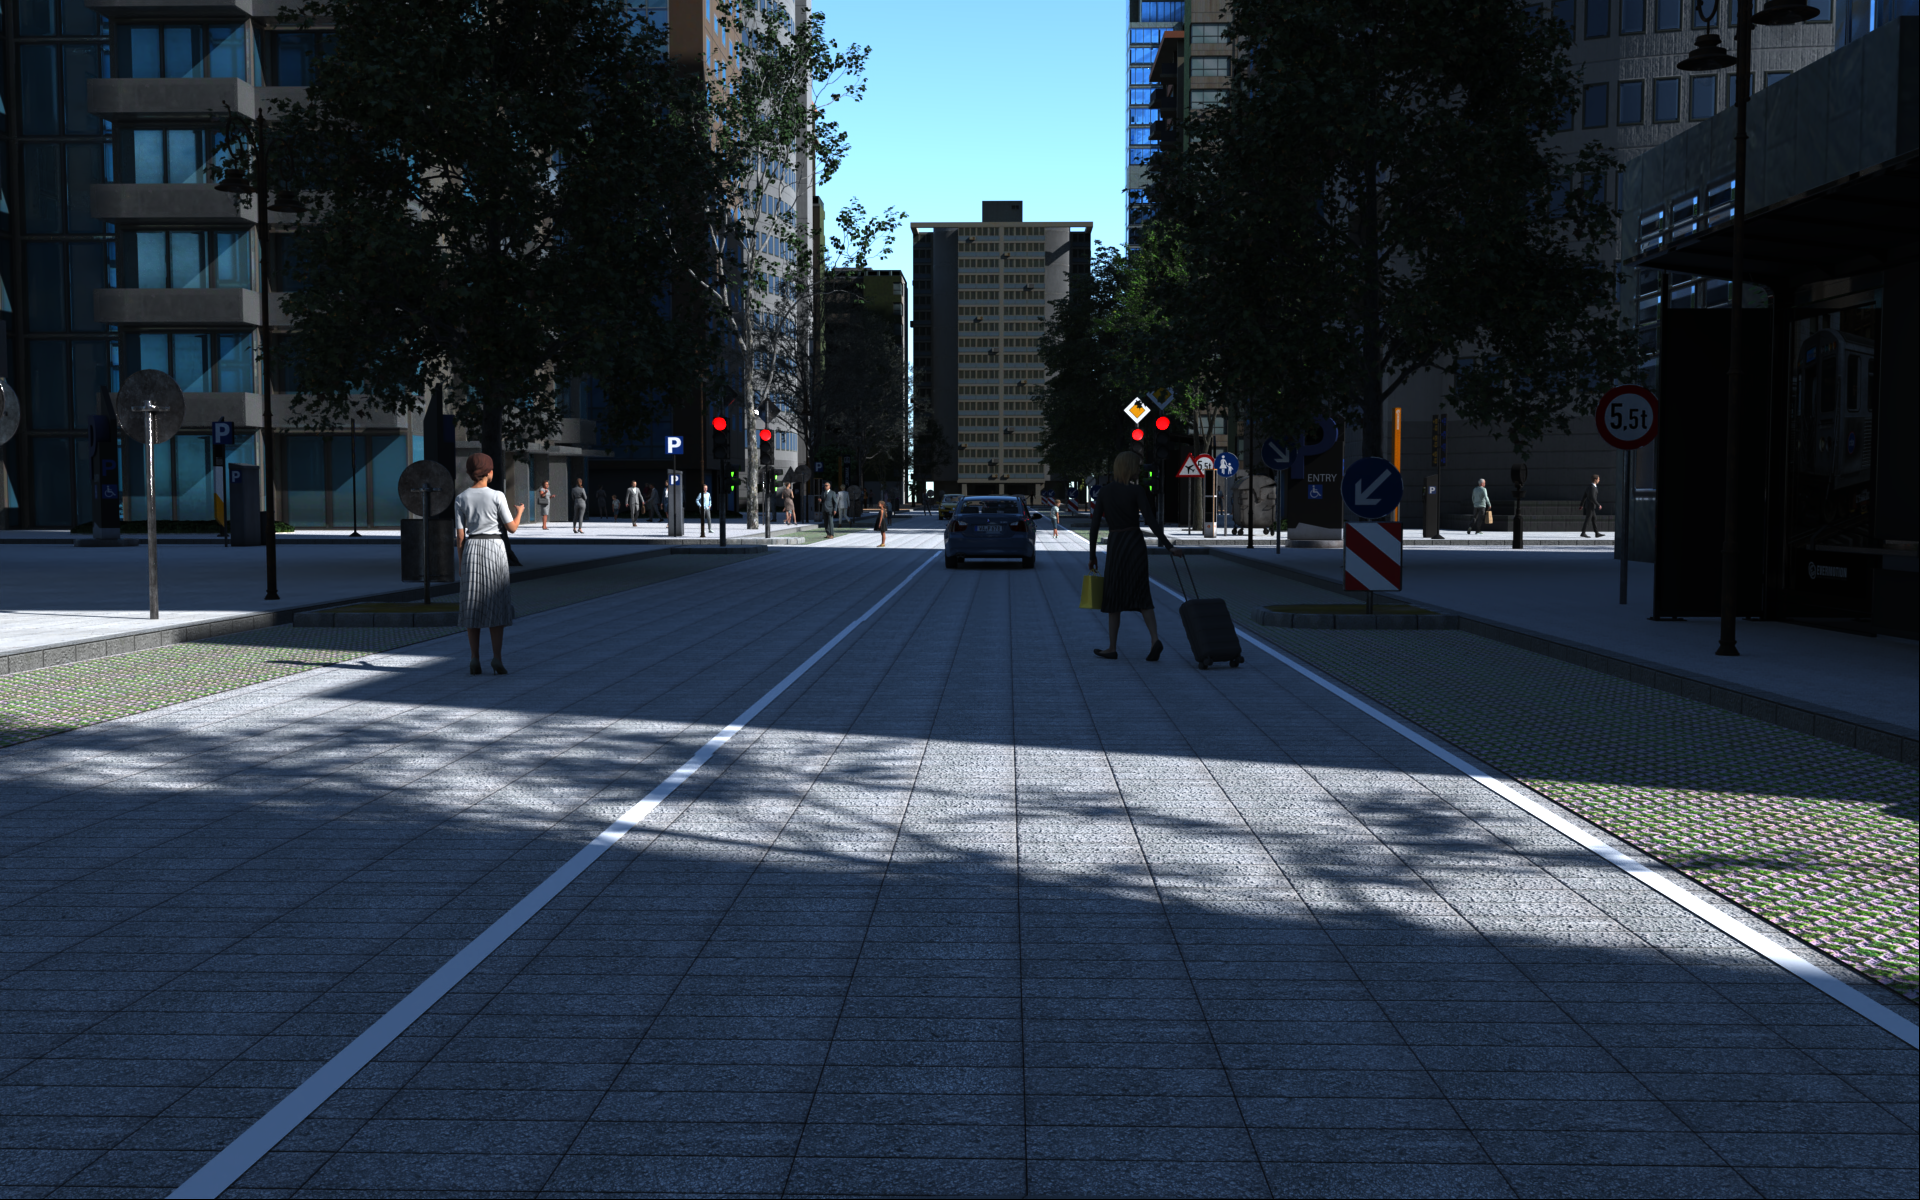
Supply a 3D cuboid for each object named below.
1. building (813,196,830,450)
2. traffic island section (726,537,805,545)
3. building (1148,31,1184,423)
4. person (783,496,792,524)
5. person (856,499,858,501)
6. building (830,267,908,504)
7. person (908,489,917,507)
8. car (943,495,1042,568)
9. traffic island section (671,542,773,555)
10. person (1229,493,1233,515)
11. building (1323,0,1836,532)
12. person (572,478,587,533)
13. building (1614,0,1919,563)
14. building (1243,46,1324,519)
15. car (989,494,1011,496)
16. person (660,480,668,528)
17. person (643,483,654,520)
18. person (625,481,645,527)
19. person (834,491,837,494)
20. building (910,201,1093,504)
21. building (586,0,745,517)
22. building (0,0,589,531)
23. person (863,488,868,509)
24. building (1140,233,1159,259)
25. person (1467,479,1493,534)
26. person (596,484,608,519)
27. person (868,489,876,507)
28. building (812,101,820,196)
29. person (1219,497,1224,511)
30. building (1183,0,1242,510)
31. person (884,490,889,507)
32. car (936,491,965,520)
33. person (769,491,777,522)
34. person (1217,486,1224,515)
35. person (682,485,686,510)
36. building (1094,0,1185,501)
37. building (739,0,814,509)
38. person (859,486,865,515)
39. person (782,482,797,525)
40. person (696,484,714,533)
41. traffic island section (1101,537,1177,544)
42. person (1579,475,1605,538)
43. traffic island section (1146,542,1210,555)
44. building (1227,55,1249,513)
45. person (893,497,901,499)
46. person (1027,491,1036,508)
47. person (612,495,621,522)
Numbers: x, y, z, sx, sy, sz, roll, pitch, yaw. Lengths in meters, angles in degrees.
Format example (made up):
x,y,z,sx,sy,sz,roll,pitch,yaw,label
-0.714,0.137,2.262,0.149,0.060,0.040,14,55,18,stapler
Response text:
x,y,z,sx,sy,sz,roll,pitch,yaw,label
-20.211,-23.820,161.164,14.160,30.474,14.107,0,4,2,building
-5.615,-1.721,50.414,2.009,0.180,2.903,0,4,2,traffic island section
29.262,-31.135,163.685,22.147,44.769,28.867,0,4,2,building
-7.220,-3.794,73.086,0.382,1.210,0.505,2,4,27,person
-11.056,-10.944,184.615,1.348,1.869,0.705,-1,4,-20,person
-13.940,-27.657,223.885,14.107,30.474,14.160,0,4,2,building
-4.569,-9.904,168.118,0.705,1.807,1.348,-3,5,-41,person
0.643,-1.391,34.738,2.014,1.417,4.499,0,4,3,car
-5.832,-1.232,42.432,2.009,0.180,2.903,0,4,2,traffic island section
16.960,-6.151,106.706,0.778,1.811,0.616,0,4,1,person
29.909,-32.080,66.502,28.212,58.520,21.231,0,4,2,building
-12.401,-3.071,56.523,0.520,1.790,0.573,0,4,2,person
23.664,-43.006,15.823,22.319,86.520,31.000,0,4,2,building
23.197,-27.046,92.309,14.600,45.320,14.200,0,4,2,building
1.956,-4.711,86.812,2.009,1.686,4.222,0,4,1,car
-11.025,-3.649,65.727,0.581,1.822,0.654,2,4,26,person
-15.303,-4.845,85.231,0.580,1.828,0.573,1,4,11,person
-12.858,-3.812,68.489,0.709,1.813,0.853,-3,4,-37,person
-14.385,-11.720,198.222,0.990,1.755,0.434,0,4,-6,person
5.595,-33.047,232.199,23.993,40.220,32.217,0,4,2,building
-20.825,-27.676,102.611,14.600,45.320,14.200,0,4,2,building
-28.423,-27.695,72.420,23.786,49.044,30.456,0,4,2,building
-8.265,-8.838,150.644,0.705,1.812,1.348,-2,4,-27,person
26.149,-25.319,185.660,14.160,30.474,14.107,0,4,2,building
16.599,-2.976,55.180,0.515,1.767,0.782,-2,4,-32,person
-18.704,-5.144,90.492,0.599,1.781,0.374,-1,4,-15,person
-8.816,-10.022,170.610,1.217,1.736,0.721,2,4,27,person
-27.984,-32.303,182.782,28.867,44.769,22.147,0,4,2,building
20.082,-7.646,134.319,1.065,1.426,0.557,1,4,20,person
25.116,-28.037,142.004,14.154,41.232,14.086,0,4,2,building
-7.523,-10.421,177.093,0.551,1.740,0.621,2,4,30,person
-0.325,-5.291,96.738,2.015,1.641,3.980,0,4,1,car
-8.766,-4.546,80.558,0.466,1.800,0.511,0,4,-1,person
15.903,-6.107,106.090,0.606,1.804,0.583,-2,4,-25,person
-15.431,-5.475,95.739,0.728,1.800,0.709,-3,4,-37,person
33.186,-55.785,224.760,31.000,86.520,22.319,0,4,2,building
-23.900,-36.531,139.279,21.231,58.520,28.212,0,4,2,building
-6.143,-6.275,108.828,0.526,1.800,0.537,3,4,38,person
-6.994,-3.961,71.138,0.599,1.781,0.374,1,4,15,person
-8.448,-3.026,57.328,0.589,1.601,0.330,-2,4,-29,person
5.122,-1.703,50.119,2.009,0.180,2.903,0,4,2,traffic island section
18.630,-2.758,50.921,0.755,1.850,0.659,0,4,8,person
4.906,-1.214,42.137,2.009,0.180,2.903,0,4,2,traffic island section
25.043,-21.149,117.493,14.160,30.474,14.107,0,4,2,building
-6.371,-10.160,175.384,0.991,1.433,0.599,-3,5,-42,person
7.212,-10.140,175.110,1.217,1.723,0.721,3,5,45,person
-15.574,-4.142,78.445,0.332,1.250,0.352,3,4,39,person
